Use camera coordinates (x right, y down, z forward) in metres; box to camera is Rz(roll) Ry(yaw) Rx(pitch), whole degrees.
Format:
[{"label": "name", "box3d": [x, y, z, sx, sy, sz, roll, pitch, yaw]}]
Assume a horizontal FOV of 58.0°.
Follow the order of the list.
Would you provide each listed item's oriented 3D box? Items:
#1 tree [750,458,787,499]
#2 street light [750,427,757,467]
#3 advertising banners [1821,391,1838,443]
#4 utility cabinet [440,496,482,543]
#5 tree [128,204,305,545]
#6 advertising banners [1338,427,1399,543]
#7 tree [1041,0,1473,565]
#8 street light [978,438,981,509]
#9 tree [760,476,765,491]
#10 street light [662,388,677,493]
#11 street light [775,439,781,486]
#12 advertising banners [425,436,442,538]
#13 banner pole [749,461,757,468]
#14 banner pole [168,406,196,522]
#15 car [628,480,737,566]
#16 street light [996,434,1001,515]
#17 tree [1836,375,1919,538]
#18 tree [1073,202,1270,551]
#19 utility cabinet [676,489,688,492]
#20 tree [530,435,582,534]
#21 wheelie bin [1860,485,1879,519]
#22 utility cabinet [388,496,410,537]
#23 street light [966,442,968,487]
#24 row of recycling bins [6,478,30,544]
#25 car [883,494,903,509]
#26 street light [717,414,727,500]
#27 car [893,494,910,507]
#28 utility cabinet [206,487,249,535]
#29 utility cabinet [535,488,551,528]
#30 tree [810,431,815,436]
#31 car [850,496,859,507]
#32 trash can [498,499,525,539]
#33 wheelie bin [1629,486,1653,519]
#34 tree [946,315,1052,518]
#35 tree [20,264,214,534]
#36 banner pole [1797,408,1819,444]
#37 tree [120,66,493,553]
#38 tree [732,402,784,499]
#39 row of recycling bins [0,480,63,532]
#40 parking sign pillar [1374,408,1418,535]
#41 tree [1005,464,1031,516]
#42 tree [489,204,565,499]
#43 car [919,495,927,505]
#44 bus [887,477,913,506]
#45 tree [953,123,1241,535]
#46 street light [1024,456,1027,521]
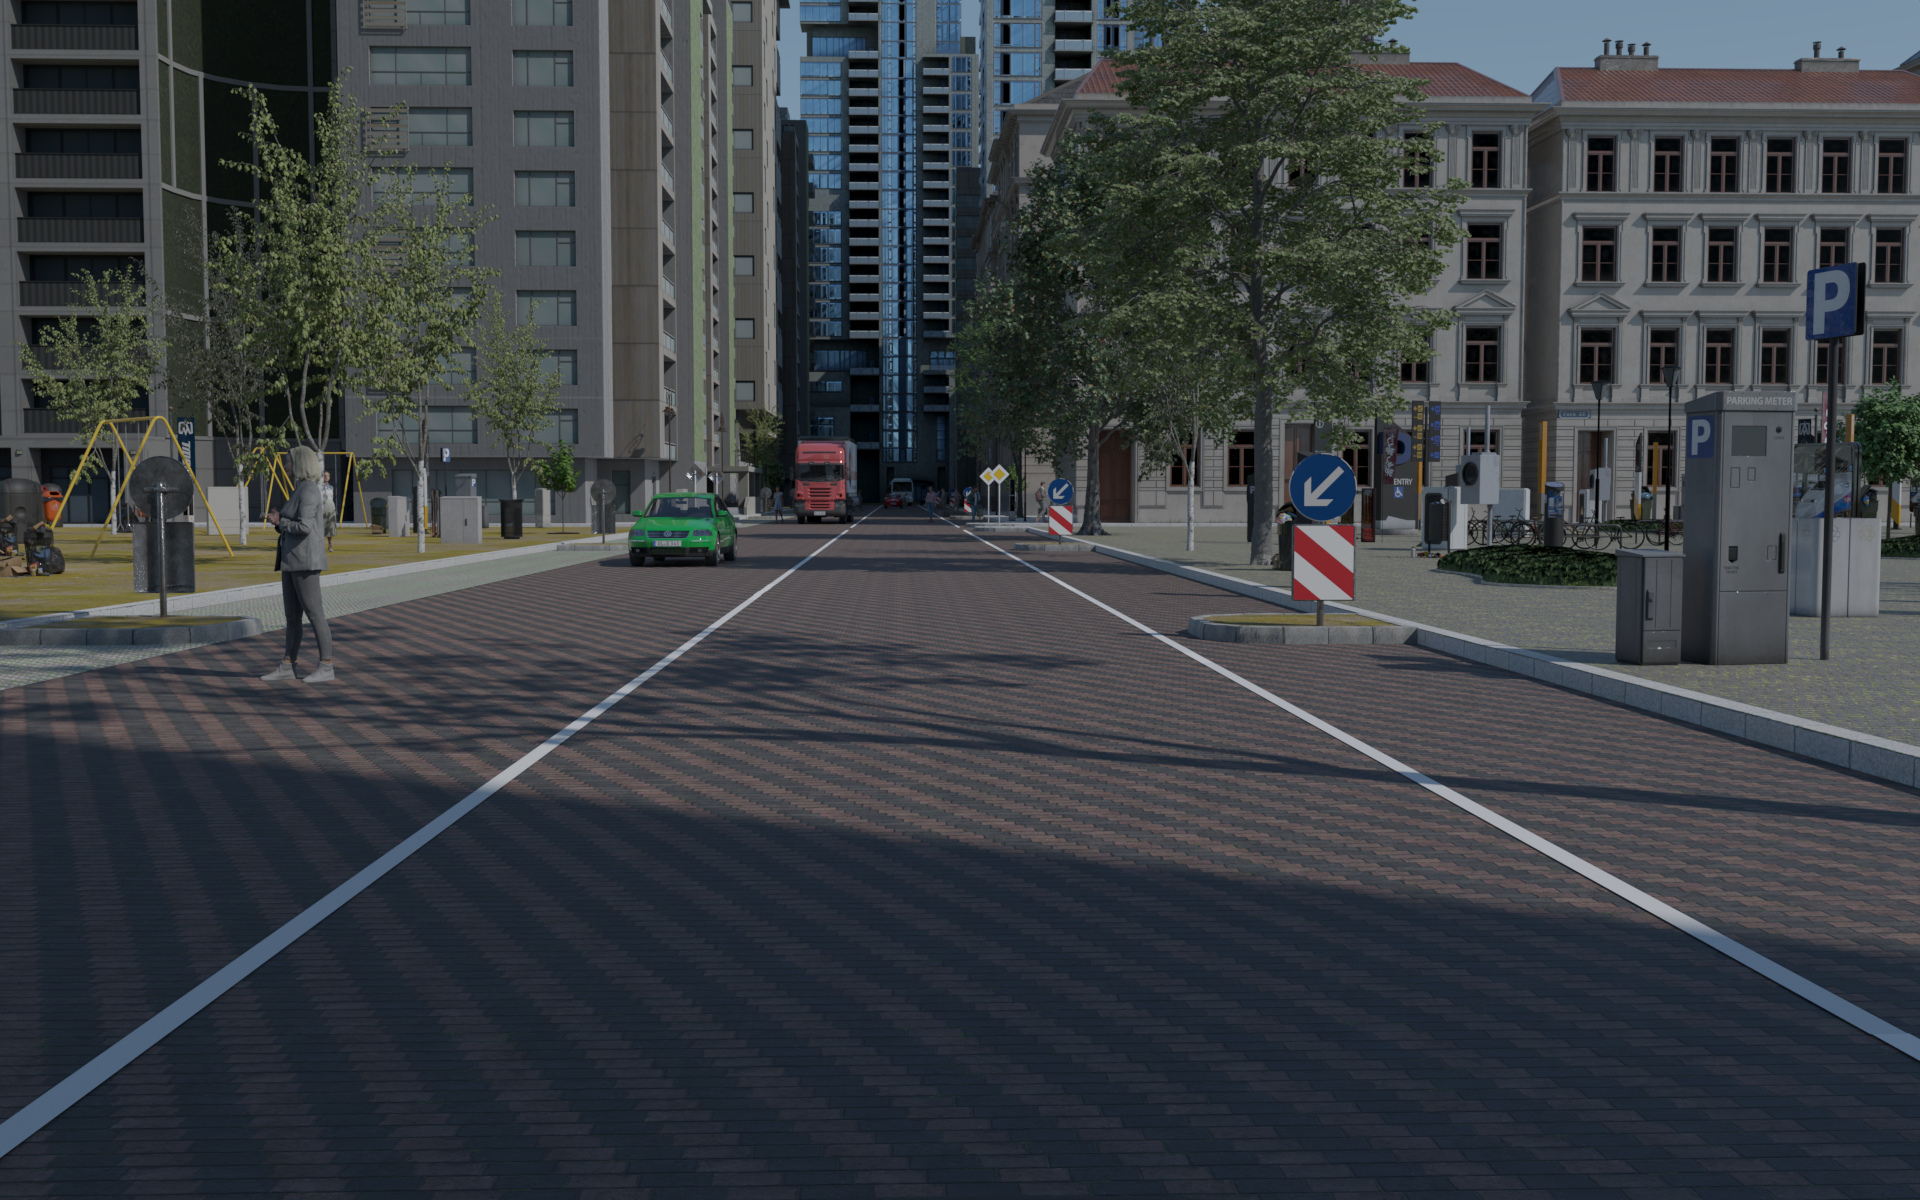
[{"label": "tree", "box3d": [-16.276, -9.923, 145.961, 4.285, 4.588, 4.351, 0, 3, 0]}, {"label": "street light", "box3d": [-14.238, -9.006, 120.039, 0.468, 5.910, 1.993, 0, 4, -2]}, {"label": "advertising banners", "box3d": [14.219, -2.016, 29.145, 2.074, 3.025, 0.090, -3, 4, -37]}, {"label": "utility cabinet", "box3d": [-12.991, -2.075, 45.084, 1.020, 1.237, 0.306, 0, 4, 6]}, {"label": "tree", "box3d": [-18.332, -5.695, 43.468, 4.360, 8.622, 3.978, 0, 3, 0]}, {"label": "advertising banners", "box3d": [10.831, -3.045, 45.970, 0.090, 3.025, 2.074, -2, 4, -34]}, {"label": "tree", "box3d": [5.206, -6.923, 31.314, 7.486, 12.596, 7.792, 0, 3, 0]}, {"label": "street light", "box3d": [1.450, -9.408, 126.613, 0.468, 5.910, 1.993, 0, 4, -2]}, {"label": "tree", "box3d": [-16.973, -9.089, 143.201, 1.663, 3.219, 1.824, 0, 3, 0]}, {"label": "street light", "box3d": [-12.599, -6.263, 75.191, 0.468, 5.910, 1.993, 0, 4, -2]}, {"label": "street light", "box3d": [-15.044, -10.406, 142.923, 0.468, 5.910, 1.993, 0, 4, -2]}, {"label": "advertising banners", "box3d": [-15.685, -3.386, 51.556, 0.090, 3.025, 2.074, -2, 4, -28]}, {"label": "banner pole", "box3d": [-15.814, -8.674, 131.841, 0.863, 3.779, 0.401, -2, 4, -33]}, {"label": "banner pole", "box3d": [-22.287, -3.641, 49.550, 0.863, 3.779, 0.401, -1, 4, -16]}, {"label": "car", "box3d": [-5.702, -1.658, 35.903, 1.959, 1.807, 4.718, 0, 4, -1]}, {"label": "street light", "box3d": [2.192, -8.004, 103.658, 0.468, 5.910, 1.993, 0, 4, -2]}, {"label": "tree", "box3d": [25.686, -3.913, 47.687, 4.285, 4.588, 4.351, 0, 3, 0]}, {"label": "tree", "box3d": [5.037, -5.439, 39.294, 4.360, 8.622, 3.978, 0, 3, 0]}, {"label": "utility cabinet", "box3d": [-12.019, -4.042, 74.773, 0.318, 1.500, 1.173, 0, 4, 1]}, {"label": "tree", "box3d": [-12.720, -3.741, 55.760, 1.663, 3.219, 1.824, 0, 3, 0]}, {"label": "wheelie bin", "box3d": [30.628, -3.097, 58.545, 0.693, 1.594, 0.980, 0, 4, 7]}, {"label": "utility cabinet", "box3d": [-16.937, -2.516, 52.305, 0.306, 1.237, 1.020, 0, 4, 3]}, {"label": "street light", "box3d": [0.652, -10.844, 150.081, 0.468, 5.910, 1.993, 0, 4, -2]}, {"label": "row of recycling bins", "box3d": [-24.912, -2.374, 45.926, 1.069, 1.692, 3.534, -2, 4, -25]}, {"label": "car", "box3d": [-6.566, -9.941, 171.578, 2.155, 1.783, 4.494, 0, 4, 0]}, {"label": "street light", "box3d": [-13.393, -7.635, 97.616, 0.468, 5.910, 1.993, 0, 4, -2]}, {"label": "car", "box3d": [-6.734, -11.415, 196.859, 2.015, 1.641, 3.980, 0, 4, -3]}, {"label": "utility cabinet", "box3d": [-22.796, -2.765, 53.883, 1.173, 1.500, 0.318, -2, 4, -35]}, {"label": "utility cabinet", "box3d": [-15.895, -3.501, 65.915, 0.318, 1.500, 1.173, -2, 4, -28]}, {"label": "tree", "box3d": [-17.134, -15.200, 198.885, 4.360, 8.622, 3.978, 0, 3, 0]}, {"label": "car", "box3d": [-12.529, -11.509, 200.534, 2.083, 1.381, 4.827, 0, 4, -4]}, {"label": "trash can", "box3d": [-12.769, -2.303, 49.314, 0.748, 1.137, 0.748, 0, 3, 0]}, {"label": "wheelie bin", "box3d": [26.674, -3.664, 67.821, 0.693, 1.594, 0.980, -2, 4, -28]}, {"label": "tree", "box3d": [3.077, -10.246, 93.275, 9.928, 11.665, 9.643, 0, 3, 0]}, {"label": "tree", "box3d": [-27.202, -6.397, 54.958, 4.737, 8.622, 4.395, 0, 3, 0]}, {"label": "banner pole", "box3d": [24.724, -3.699, 50.502, 0.401, 3.779, 0.863, -1, 4, -23]}, {"label": "tree", "box3d": [-11.315, -4.904, 30.546, 4.737, 8.622, 4.395, 0, 3, 0]}, {"label": "tree", "box3d": [-15.457, -11.306, 135.213, 4.737, 8.622, 4.395, 0, 3, 0]}, {"label": "row of recycling bins", "box3d": [-35.031, -3.553, 65.208, 1.069, 1.692, 3.534, 0, 4, 1]}, {"label": "parking sign pillar", "box3d": [13.644, -4.028, 54.329, 1.447, 3.967, 1.447, -1, 4, -22]}, {"label": "tree", "box3d": [3.034, -6.438, 99.869, 1.663, 3.219, 1.824, 0, 3, 0]}, {"label": "tree", "box3d": [-12.051, -5.349, 37.820, 4.737, 8.622, 4.395, 0, 3, 0]}, {"label": "car", "box3d": [-4.268, -12.851, 222.690, 1.945, 1.354, 3.894, 0, 4, -2]}, {"label": "bus", "box3d": [-7.264, -13.244, 211.391, 2.948, 3.499, 13.247, 0, 4, -4]}, {"label": "tree", "box3d": [4.233, -8.358, 53.662, 9.611, 12.733, 9.660, 0, 3, 0]}, {"label": "street light", "box3d": [3.052, -6.618, 80.987, 0.468, 5.910, 1.993, 0, 4, -2]}]
